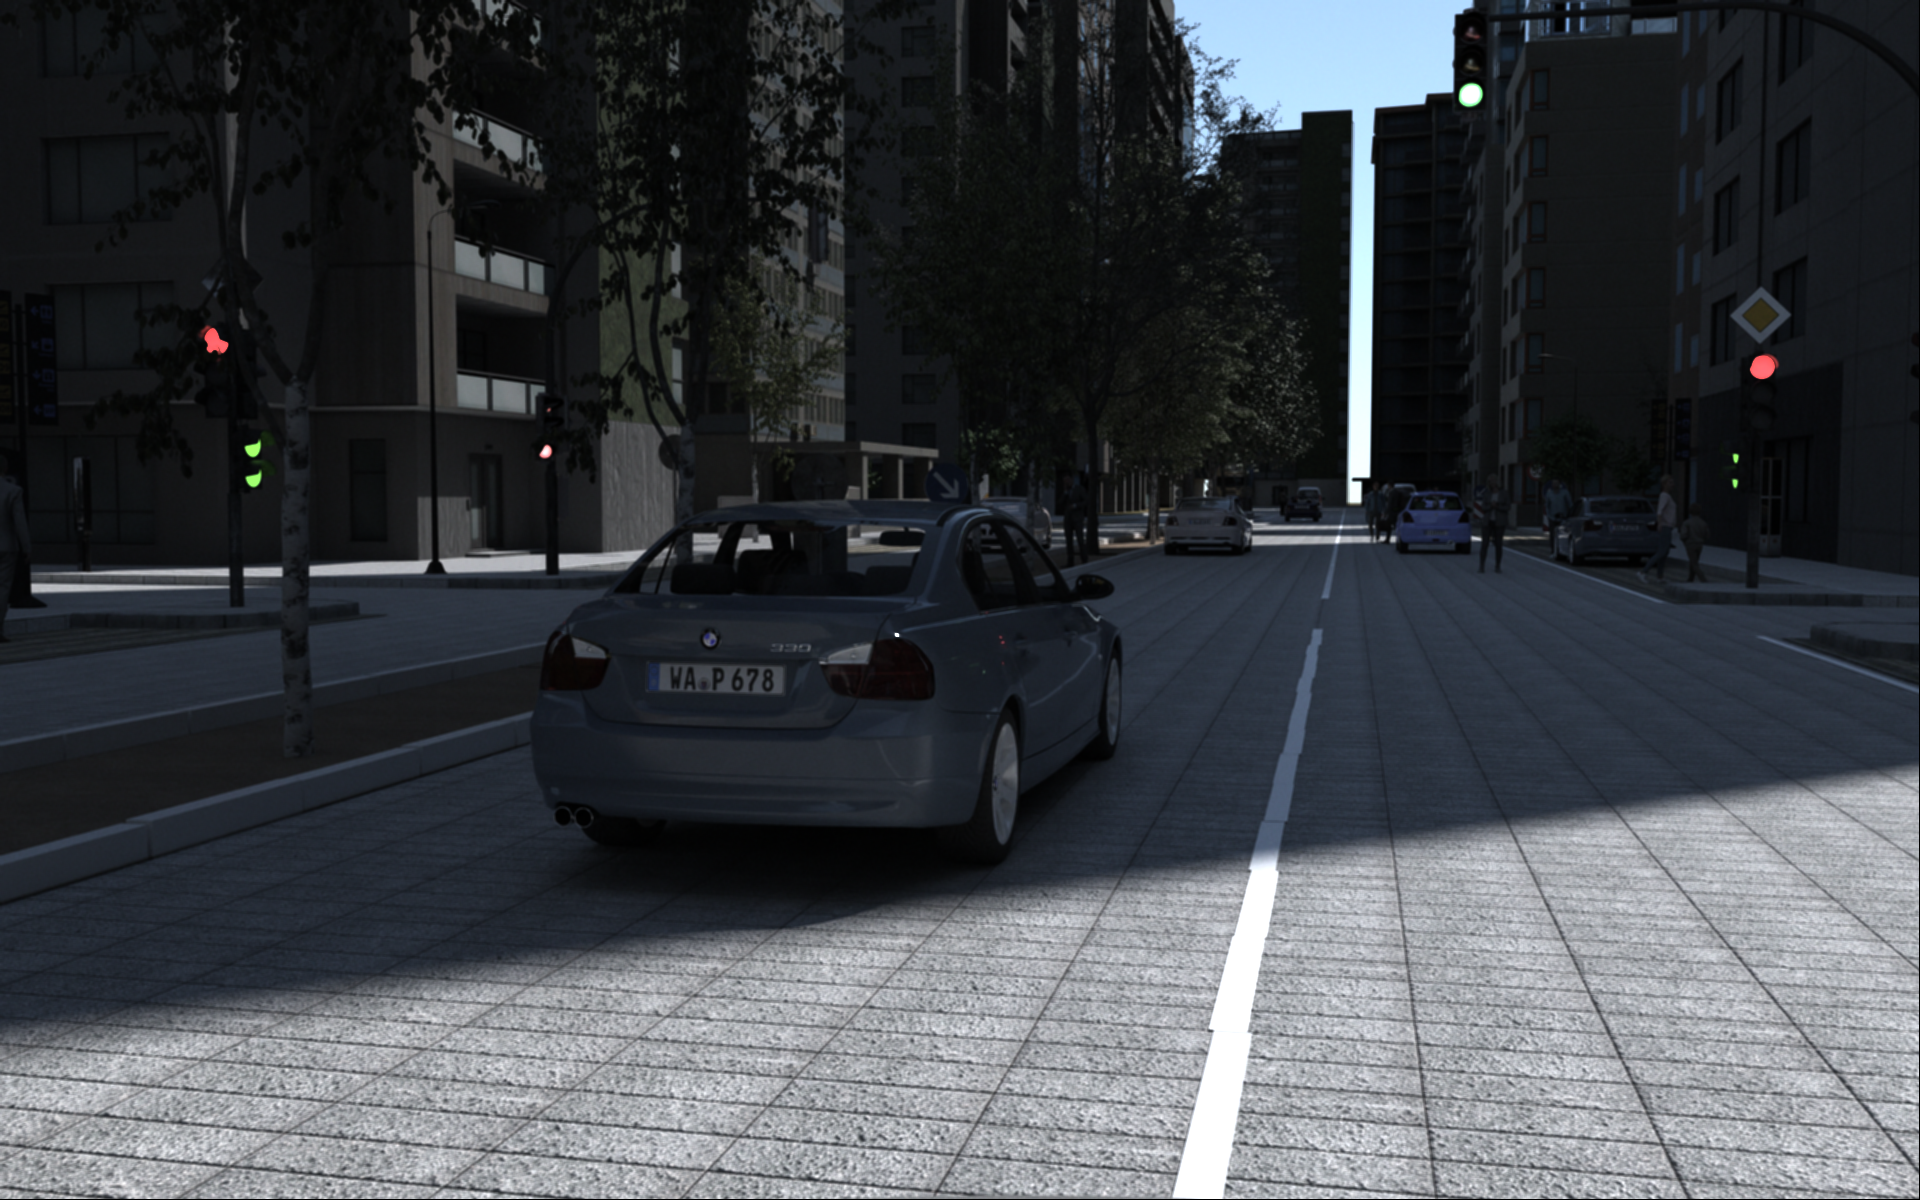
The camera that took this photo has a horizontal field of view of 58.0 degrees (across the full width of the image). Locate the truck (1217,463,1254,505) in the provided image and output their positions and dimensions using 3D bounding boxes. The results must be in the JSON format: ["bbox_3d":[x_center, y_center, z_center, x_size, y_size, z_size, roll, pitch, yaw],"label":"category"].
[{"bbox_3d":[23.455,-9.713,147.715,2.839,4.237,11.283,1,4,14],"label":"truck"}]

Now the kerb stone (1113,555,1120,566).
[{"bbox_3d":[3.045,-0.773,34.841,0.120,0.150,1.000,1,4,13],"label":"kerb stone"}]

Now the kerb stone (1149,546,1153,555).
[{"bbox_3d":[4.386,-1.136,40.852,0.120,0.150,1.000,1,4,13],"label":"kerb stone"}]

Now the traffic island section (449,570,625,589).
[{"bbox_3d":[-6.488,-0.319,27.493,2.009,0.180,2.903,1,4,13],"label":"traffic island section"}]

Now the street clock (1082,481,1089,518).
[{"bbox_3d":[6.915,-5.509,94.645,0.471,2.002,0.358,-2,4,-31],"label":"street clock"}]

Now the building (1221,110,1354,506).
[{"bbox_3d":[35.519,-30.914,189.042,14.086,41.232,14.154,1,4,13],"label":"building"}]

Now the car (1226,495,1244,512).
[{"bbox_3d":[20.229,-7.146,129.422,1.945,1.354,3.894,1,4,14],"label":"car"}]

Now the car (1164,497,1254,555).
[{"bbox_3d":[6.055,-1.816,42.053,2.083,1.381,4.827,1,4,13],"label":"car"}]

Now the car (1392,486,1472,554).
[{"bbox_3d":[11.645,-2.024,42.686,1.945,1.707,3.694,1,4,12],"label":"car"}]

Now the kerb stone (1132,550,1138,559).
[{"bbox_3d":[3.718,-0.958,37.858,0.120,0.150,1.000,1,4,13],"label":"kerb stone"}]

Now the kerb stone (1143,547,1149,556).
[{"bbox_3d":[4.169,-1.080,39.852,0.120,0.150,1.000,1,4,13],"label":"kerb stone"}]

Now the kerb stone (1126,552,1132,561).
[{"bbox_3d":[3.487,-0.896,36.851,0.120,0.150,1.000,1,4,13],"label":"kerb stone"}]

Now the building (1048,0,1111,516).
[{"bbox_3d":[1.677,-28.083,109.275,14.600,45.320,14.200,1,4,13],"label":"building"}]

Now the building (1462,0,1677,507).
[{"bbox_3d":[48.080,-49.373,119.912,22.319,86.520,31.000,1,4,13],"label":"building"}]

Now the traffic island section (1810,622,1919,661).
[{"bbox_3d":[9.078,0.395,15.830,2.009,0.180,2.903,1,4,13],"label":"traffic island section"}]

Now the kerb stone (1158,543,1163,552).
[{"bbox_3d":[4.838,-1.263,42.852,0.120,0.150,1.000,1,4,13],"label":"kerb stone"}]

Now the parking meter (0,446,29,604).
[{"bbox_3d":[-11.115,-0.889,20.246,0.399,1.863,0.255,-3,4,-37],"label":"parking meter"}]

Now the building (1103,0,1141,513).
[{"bbox_3d":[2.742,-42.106,126.686,20.563,71.187,20.611,1,4,13],"label":"building"}]

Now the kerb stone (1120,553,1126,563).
[{"bbox_3d":[3.271,-0.835,35.846,0.120,0.150,1.000,1,4,13],"label":"kerb stone"}]

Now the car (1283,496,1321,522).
[{"bbox_3d":[17.818,-4.754,90.307,1.945,1.354,3.894,1,4,11],"label":"car"}]

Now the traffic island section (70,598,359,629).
[{"bbox_3d":[-8.234,0.158,19.700,2.009,0.180,2.903,1,4,13],"label":"traffic island section"}]

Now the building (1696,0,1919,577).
[{"bbox_3d":[26.617,-36.208,30.257,20.611,71.187,20.563,1,4,13],"label":"building"}]

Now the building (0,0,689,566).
[{"bbox_3d":[-14.939,-21.556,36.034,14.154,41.232,14.086,1,4,13],"label":"building"}]

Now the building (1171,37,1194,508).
[{"bbox_3d":[14.922,-31.715,168.645,14.200,45.320,14.600,1,4,13],"label":"building"}]

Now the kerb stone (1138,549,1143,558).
[{"bbox_3d":[3.935,-1.019,38.857,0.120,0.150,1.000,1,4,13],"label":"kerb stone"}]

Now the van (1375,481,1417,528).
[{"bbox_3d":[18.019,-3.938,71.406,2.013,2.044,4.112,1,4,11],"label":"van"}]

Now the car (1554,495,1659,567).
[{"bbox_3d":[13.235,-1.428,35.357,2.014,1.417,4.499,1,4,13],"label":"car"}]

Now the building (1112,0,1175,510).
[{"bbox_3d":[6.566,-32.105,148.619,21.300,48.544,21.600,1,4,13],"label":"building"}]

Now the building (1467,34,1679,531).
[{"bbox_3d":[38.228,-14.224,77.601,27.650,21.520,28.899,1,4,13],"label":"building"}]

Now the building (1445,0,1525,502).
[{"bbox_3d":[55.544,-32.520,151.314,23.786,49.044,30.456,1,4,13],"label":"building"}]

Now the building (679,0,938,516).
[{"bbox_3d":[-17.760,-22.781,64.350,32.217,40.220,23.993,1,4,13],"label":"building"}]

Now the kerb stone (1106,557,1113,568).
[{"bbox_3d":[2.823,-0.710,33.843,0.120,0.150,1.000,1,4,13],"label":"kerb stone"}]

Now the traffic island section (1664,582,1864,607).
[{"bbox_3d":[10.824,-0.082,23.622,2.009,0.180,2.903,1,4,13],"label":"traffic island section"}]

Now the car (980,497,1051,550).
[{"bbox_3d":[1.148,-1.910,43.589,2.083,1.381,4.827,1,4,12],"label":"car"}]

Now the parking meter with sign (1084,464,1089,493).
[{"bbox_3d":[7.521,-6.307,99.375,0.543,3.016,1.738,0,4,-4],"label":"parking meter with sign"}]

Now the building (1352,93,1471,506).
[{"bbox_3d":[57.607,-32.621,187.973,28.867,44.769,22.147,1,4,13],"label":"building"}]

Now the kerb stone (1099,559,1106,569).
[{"bbox_3d":[2.592,-0.651,32.844,0.120,0.150,1.000,1,4,13],"label":"kerb stone"}]

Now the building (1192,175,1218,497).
[{"bbox_3d":[18.858,-31.187,201.786,23.993,40.220,32.217,1,4,13],"label":"building"}]

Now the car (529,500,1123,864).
[{"bbox_3d":[-0.352,0.237,8.135,2.014,1.417,4.499,1,4,14],"label":"car"}]

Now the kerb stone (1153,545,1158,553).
[{"bbox_3d":[4.612,-1.199,41.848,0.120,0.150,1.000,1,4,13],"label":"kerb stone"}]

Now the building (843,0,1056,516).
[{"bbox_3d":[-2.751,-19.840,96.081,14.160,30.474,14.107,1,4,13],"label":"building"}]

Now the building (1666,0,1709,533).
[{"bbox_3d":[28.619,-24.326,47.837,14.600,45.320,14.200,1,4,13],"label":"building"}]

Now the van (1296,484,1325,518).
[{"bbox_3d":[21.086,-5.983,104.837,2.013,2.044,4.112,1,4,11],"label":"van"}]
